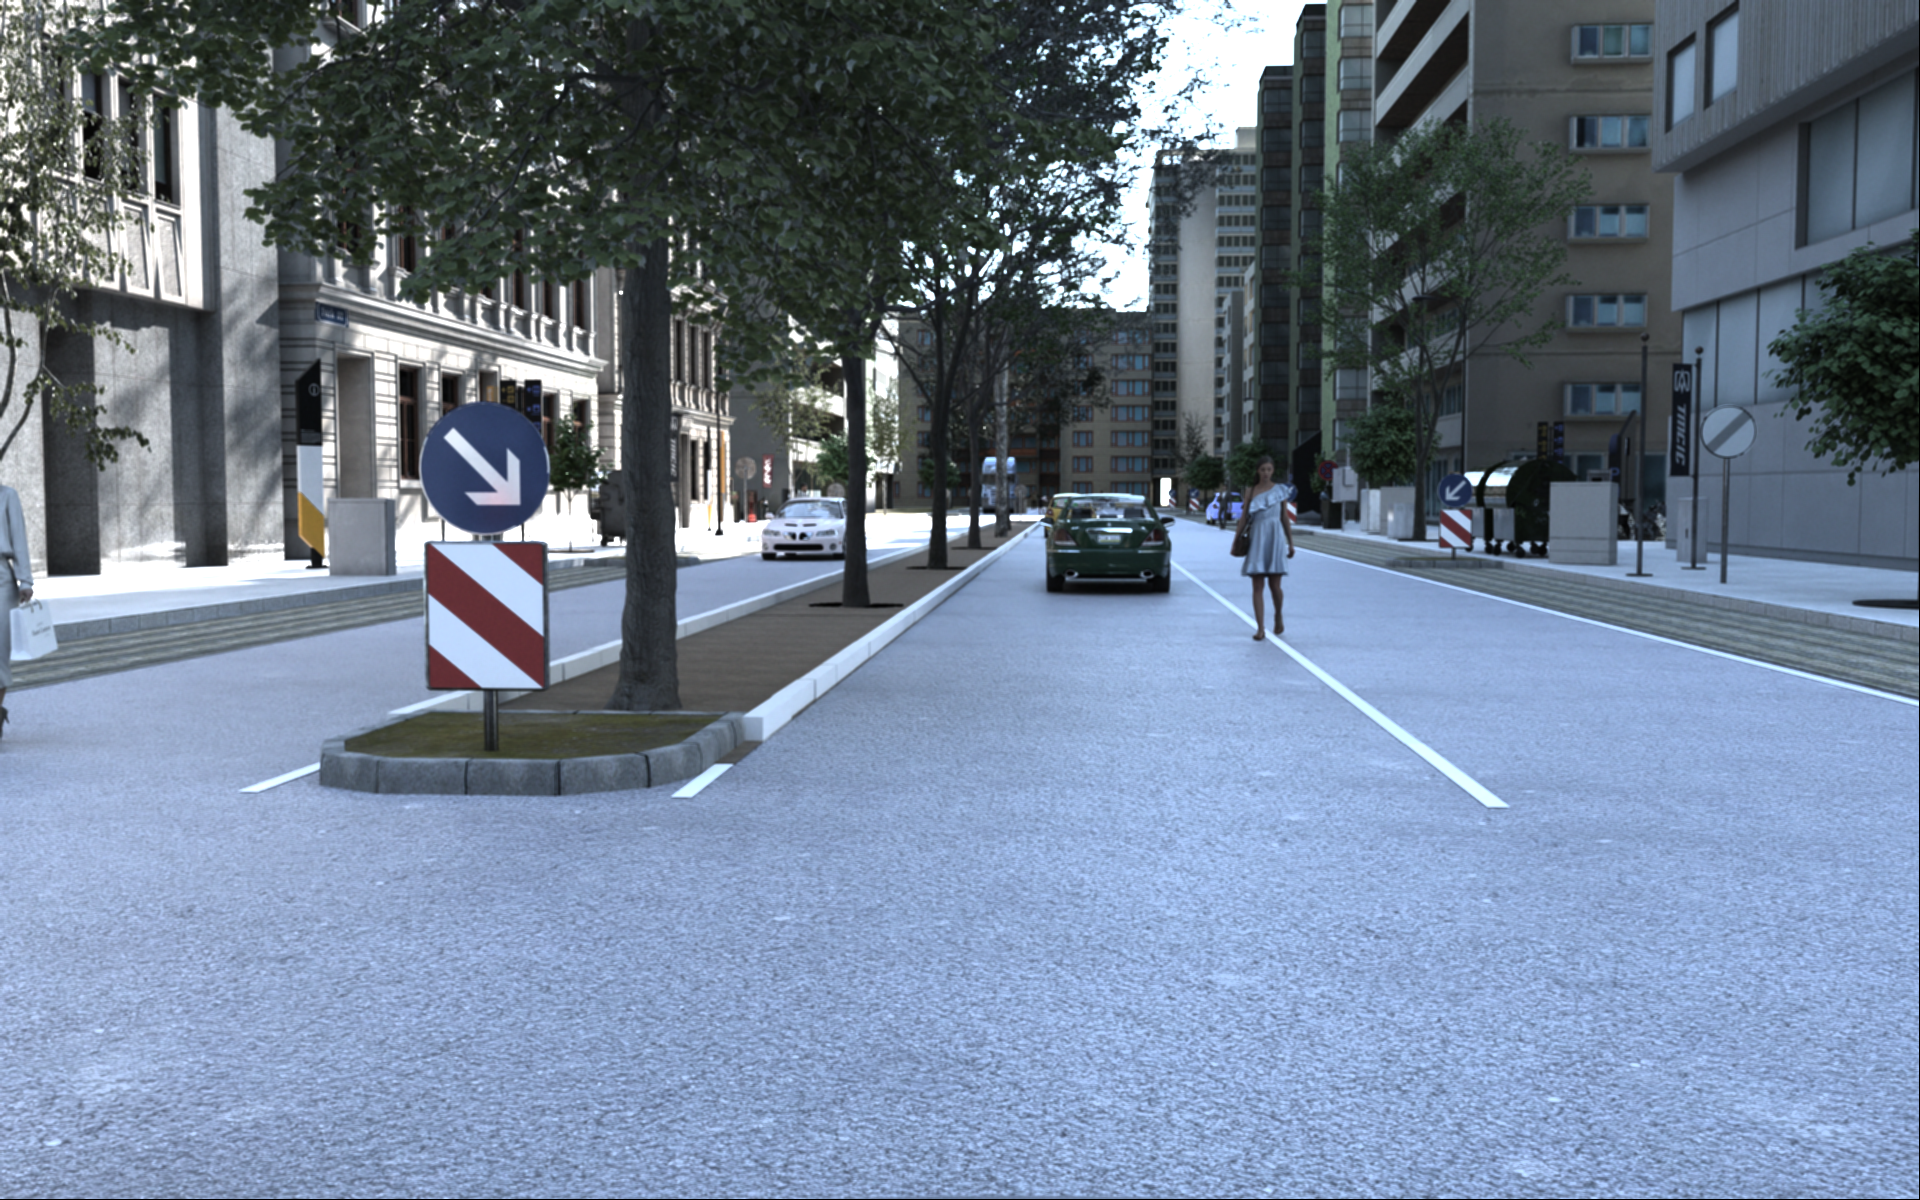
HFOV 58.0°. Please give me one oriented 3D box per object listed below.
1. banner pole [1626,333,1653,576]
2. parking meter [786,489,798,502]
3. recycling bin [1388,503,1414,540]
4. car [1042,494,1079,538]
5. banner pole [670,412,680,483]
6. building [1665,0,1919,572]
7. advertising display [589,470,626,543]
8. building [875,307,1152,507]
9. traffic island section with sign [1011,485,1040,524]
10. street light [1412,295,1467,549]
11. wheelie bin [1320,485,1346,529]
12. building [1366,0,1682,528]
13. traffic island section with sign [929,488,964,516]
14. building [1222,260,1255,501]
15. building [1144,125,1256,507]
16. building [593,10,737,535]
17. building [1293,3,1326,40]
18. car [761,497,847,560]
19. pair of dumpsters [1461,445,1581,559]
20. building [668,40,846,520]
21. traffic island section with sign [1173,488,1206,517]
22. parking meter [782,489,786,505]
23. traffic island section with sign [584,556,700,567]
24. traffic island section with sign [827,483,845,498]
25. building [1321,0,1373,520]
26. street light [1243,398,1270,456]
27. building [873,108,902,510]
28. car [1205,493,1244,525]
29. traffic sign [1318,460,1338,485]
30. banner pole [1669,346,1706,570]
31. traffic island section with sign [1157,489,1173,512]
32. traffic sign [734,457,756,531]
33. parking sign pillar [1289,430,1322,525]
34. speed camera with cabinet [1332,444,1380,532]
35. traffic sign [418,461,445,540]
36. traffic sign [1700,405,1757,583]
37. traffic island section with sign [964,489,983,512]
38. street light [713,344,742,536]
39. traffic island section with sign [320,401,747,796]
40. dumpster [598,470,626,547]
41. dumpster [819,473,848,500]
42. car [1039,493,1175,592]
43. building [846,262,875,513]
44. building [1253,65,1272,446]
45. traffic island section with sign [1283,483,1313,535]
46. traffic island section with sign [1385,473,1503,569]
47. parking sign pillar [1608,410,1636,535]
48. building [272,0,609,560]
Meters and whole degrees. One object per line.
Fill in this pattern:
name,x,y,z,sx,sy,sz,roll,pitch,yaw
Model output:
banner pole,10.734,-2.277,27.246,0.401,3.779,0.863,1,4,22
parking meter,-7.569,-4.323,79.098,0.372,1.533,0.369,0,3,0
recycling bin,12.590,-2.241,49.199,0.722,1.027,0.722,0,4,0
car,3.706,-2.901,57.663,2.015,1.641,3.980,0,4,5
banner pole,-7.785,-3.457,46.542,0.401,3.779,0.863,-3,5,-43
building,27.861,-26.621,24.486,27.495,52.752,28.713,0,4,4
advertising display,-9.302,-2.482,45.788,0.974,1.923,0.123,0,4,3
building,5.390,-20.784,184.853,28.899,21.520,27.650,0,4,4
traffic island section with sign,2.920,-4.648,84.136,2.006,1.907,1.989,0,4,4
street light,11.260,-4.164,40.618,1.470,5.913,1.316,0,4,4
wheelie bin,13.630,-3.400,63.490,0.980,1.594,0.693,-1,4,-17
building,28.836,-27.184,68.168,21.300,48.544,21.600,0,4,4
traffic island section with sign,-0.957,-6.296,111.562,1.989,1.847,2.006,0,4,4
building,36.464,-18.107,141.094,27.650,21.520,28.899,0,4,4
building,32.043,-30.166,185.096,23.993,40.220,32.217,0,4,4
building,-14.823,-12.158,63.406,10.561,19.102,19.286,0,4,4
building,27.021,-20.429,105.717,14.160,30.474,14.107,0,4,4
car,-3.295,-1.647,39.293,2.083,1.381,4.827,0,4,4
pair of dumpsters,11.697,-2.072,36.368,1.574,2.255,4.437,0,4,4
building,-18.388,-28.894,96.116,21.300,48.544,21.600,0,4,4
traffic island section with sign,14.773,-6.226,110.429,1.989,1.847,2.006,0,4,4
parking meter,-8.210,-4.483,81.701,0.372,1.533,0.369,0,3,0
traffic island section with sign,-6.309,-1.596,34.718,1.989,1.847,2.006,0,4,4
traffic island section with sign,-4.427,-3.247,61.719,1.989,1.847,2.006,0,4,4
building,26.114,-24.932,91.226,14.154,41.232,14.086,0,4,4
street light,14.318,-6.785,83.471,1.470,5.913,1.316,0,4,4
building,-17.303,-27.613,143.350,23.993,40.220,32.217,0,4,4
car,12.449,-4.364,80.936,1.945,1.707,3.694,0,4,3
traffic sign,13.913,-4.002,65.534,0.768,2.556,0.104,0,4,6
banner pole,12.329,-2.407,29.375,0.863,3.779,0.401,-2,4,-27
traffic island section with sign,16.649,-7.871,137.319,1.989,1.847,2.006,0,4,4
traffic sign,-7.371,-3.629,59.433,0.768,2.556,0.104,0,4,8
parking sign pillar,14.490,-5.155,72.763,1.447,3.967,1.447,-1,4,-14
speed camera with cabinet,13.798,-3.971,59.266,2.038,3.252,0.660,-1,4,-15
traffic sign,-8.869,-1.815,29.686,0.884,2.594,0.081,1,4,9
traffic sign,10.989,-1.513,24.851,0.768,2.556,0.104,1,4,10
traffic island section with sign,0.960,-7.975,139.019,1.989,1.847,2.006,0,4,4
street light,-6.823,-4.906,52.753,1.470,5.913,1.316,0,4,4
traffic island section with sign,-2.293,-0.064,9.178,2.006,1.907,1.989,0,4,4
dumpster,-8.154,-2.270,42.870,1.264,1.857,1.865,0,4,4
dumpster,-5.600,-4.670,78.843,1.502,2.255,1.985,0,4,4
car,2.274,-0.915,26.754,2.131,1.459,4.920,0,4,4
building,-13.433,-26.343,114.302,14.154,41.232,14.086,0,4,4
building,27.265,-21.299,119.944,14.160,30.474,14.107,0,4,4
traffic island section with sign,11.322,-3.199,60.928,1.989,1.847,2.006,0,4,4
traffic island section with sign,9.457,-1.554,34.037,1.989,1.847,2.006,0,4,4
parking sign pillar,21.094,-4.082,55.219,1.447,3.967,1.447,3,5,40
building,-16.798,-12.664,43.208,11.583,22.565,21.152,0,4,4
